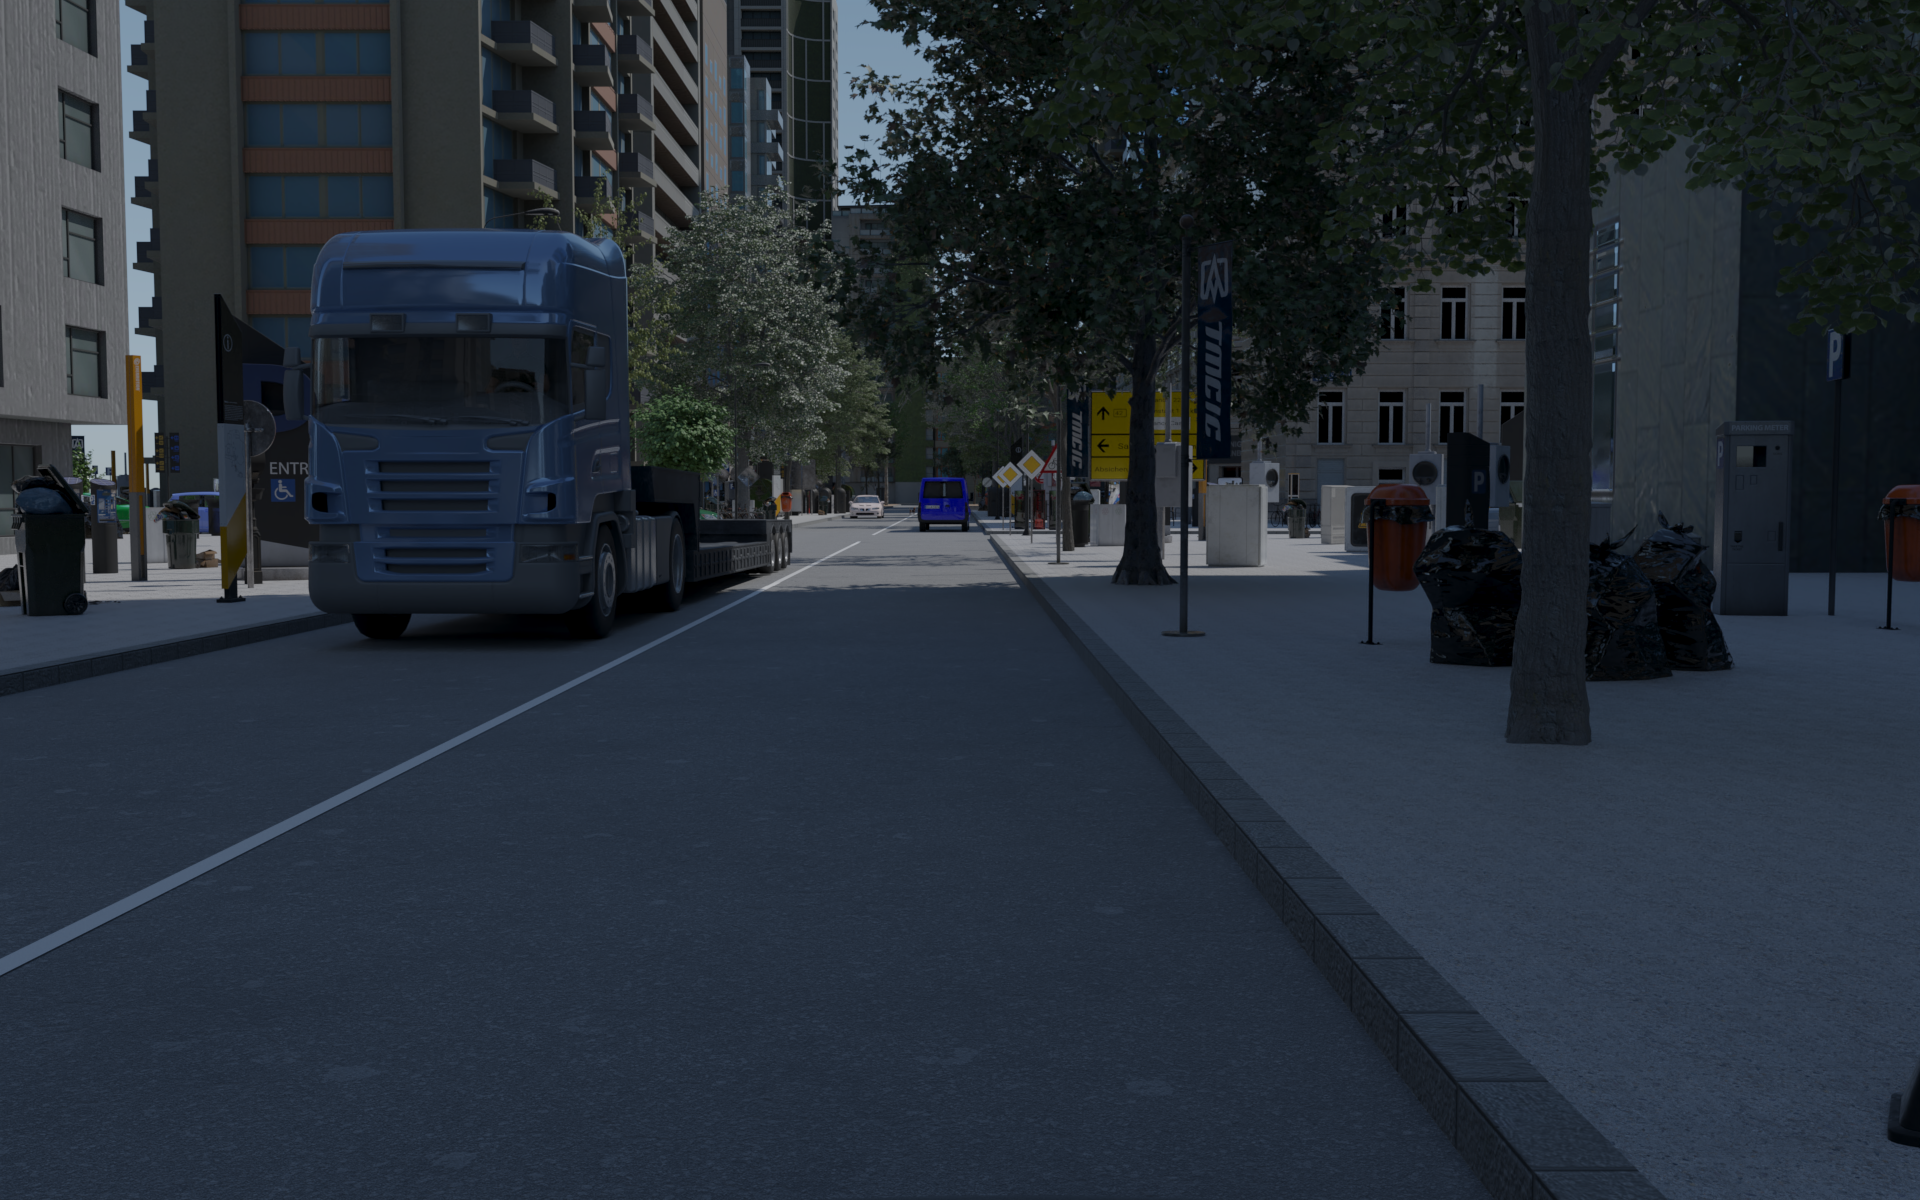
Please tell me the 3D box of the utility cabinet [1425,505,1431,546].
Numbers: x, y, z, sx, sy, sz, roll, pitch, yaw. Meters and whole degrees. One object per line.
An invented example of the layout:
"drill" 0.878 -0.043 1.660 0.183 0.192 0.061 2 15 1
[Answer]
"utility cabinet" 10.953 -1.810 40.754 1.020 1.237 0.306 3 5 43

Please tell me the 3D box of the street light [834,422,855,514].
"street light" -7.429 -8.506 111.606 1.470 5.913 1.316 0 4 0

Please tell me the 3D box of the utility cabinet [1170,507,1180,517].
"utility cabinet" 11.851 -5.252 97.026 1.020 1.237 0.306 0 4 1

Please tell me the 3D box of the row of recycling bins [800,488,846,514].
"row of recycling bins" -9.209 -6.521 113.725 3.534 1.692 1.069 1 4 8

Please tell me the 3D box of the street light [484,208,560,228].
"street light" -7.203 -3.409 28.284 1.470 5.913 1.316 0 4 0

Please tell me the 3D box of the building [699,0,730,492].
"building" -26.979 -30.157 143.171 14.600 45.320 14.200 0 4 0

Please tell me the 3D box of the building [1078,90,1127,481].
"building" 23.669 -32.538 186.625 22.147 44.769 28.867 0 4 0

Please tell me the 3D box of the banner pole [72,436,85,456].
"banner pole" -33.292 -4.591 65.081 0.863 3.779 0.401 -1 4 -22

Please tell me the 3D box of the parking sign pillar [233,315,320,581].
"parking sign pillar" -10.272 -2.308 26.206 1.447 3.967 1.447 -2 4 -23

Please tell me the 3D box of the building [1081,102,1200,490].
"building" 23.339 -51.542 155.381 22.319 86.520 31.000 0 4 0

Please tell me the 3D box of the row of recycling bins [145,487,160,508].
"row of recycling bins" -61.992 -7.671 132.534 3.534 1.692 1.069 0 4 5

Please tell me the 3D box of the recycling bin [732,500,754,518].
"recycling bin" -9.036 -3.651 72.251 0.722 1.027 0.722 -2 4 -31

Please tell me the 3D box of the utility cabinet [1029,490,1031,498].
"utility cabinet" 4.144 -5.779 103.168 1.173 1.500 0.318 2 4 31

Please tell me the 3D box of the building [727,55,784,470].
"building" -34.973 -34.856 189.512 30.456 49.044 23.786 0 4 0

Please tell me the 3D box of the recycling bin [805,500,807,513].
"recycling bin" -11.088 -6.687 121.881 0.722 1.027 0.722 -3 4 -37

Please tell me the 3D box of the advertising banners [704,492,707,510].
"advertising banners" -19.503 -8.424 133.919 2.074 3.025 0.090 -1 4 -15

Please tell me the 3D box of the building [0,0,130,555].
"building" -26.102 -16.123 35.320 14.107 30.474 14.160 0 4 0

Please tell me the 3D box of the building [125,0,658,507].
"building" -27.324 -26.343 85.328 22.147 44.769 28.867 0 4 0

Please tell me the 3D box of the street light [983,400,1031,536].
"street light" 1.531 -4.936 53.242 1.470 5.913 1.316 0 4 0

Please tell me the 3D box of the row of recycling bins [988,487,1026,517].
"row of recycling bins" 2.781 -5.682 100.009 1.069 1.692 3.534 2 4 33

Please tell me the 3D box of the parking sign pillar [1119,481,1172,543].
"parking sign pillar" 4.870 -3.491 45.549 1.447 3.967 1.447 -1 4 -17

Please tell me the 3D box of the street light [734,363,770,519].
"street light" -7.411 -5.436 61.421 1.470 5.913 1.316 0 4 0

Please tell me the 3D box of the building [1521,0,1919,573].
"building" 23.731 -43.298 20.591 22.319 86.520 31.000 0 4 0

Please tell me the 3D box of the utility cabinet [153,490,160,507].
"utility cabinet" -45.374 -5.513 98.810 0.318 1.500 1.173 2 4 31

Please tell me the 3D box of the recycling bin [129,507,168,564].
"recycling bin" -15.033 -1.213 32.391 0.722 1.027 0.722 3 5 45

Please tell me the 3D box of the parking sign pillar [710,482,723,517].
"parking sign pillar" -13.122 -6.387 92.907 1.447 3.967 1.447 -1 4 -10

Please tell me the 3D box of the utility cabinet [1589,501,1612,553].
"utility cabinet" 5.794 -0.312 16.271 0.306 1.237 1.020 3 5 40

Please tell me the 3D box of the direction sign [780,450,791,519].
"direction sign" -8.974 -5.943 89.164 0.876 3.537 0.379 3 5 44

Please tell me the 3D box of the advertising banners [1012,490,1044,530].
"advertising banners" 2.828 -4.052 62.437 2.074 3.025 0.090 2 4 27

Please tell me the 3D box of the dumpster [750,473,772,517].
"dumpster" -9.066 -4.698 79.305 1.502 2.255 1.985 0 4 0

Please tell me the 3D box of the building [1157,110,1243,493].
"building" 21.588 -20.636 113.815 17.030 29.872 44.131 0 4 0

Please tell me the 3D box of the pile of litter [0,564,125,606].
"pile of litter" -10.769 -0.381 20.195 1.719 0.858 1.176 1 4 9

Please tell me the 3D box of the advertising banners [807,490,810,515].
"advertising banners" -9.528 -6.908 109.129 0.090 3.025 2.074 0 3 0

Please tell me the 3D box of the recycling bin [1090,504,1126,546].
"recycling bin" 3.657 -1.851 42.814 0.722 1.027 0.722 -1 4 -13

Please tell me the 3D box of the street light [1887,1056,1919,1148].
"street light" 1.484 -1.881 3.301 1.470 5.913 1.316 0 4 0

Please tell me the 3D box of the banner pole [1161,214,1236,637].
"banner pole" 2.151 -1.554 15.418 0.401 3.779 0.863 -2 4 -32

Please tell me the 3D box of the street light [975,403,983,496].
"street light" 1.348 -6.987 86.775 1.470 5.913 1.316 0 4 0

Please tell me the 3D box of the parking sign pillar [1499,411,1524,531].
"parking sign pillar" 14.854 -3.484 45.438 1.447 3.967 1.447 1 4 11

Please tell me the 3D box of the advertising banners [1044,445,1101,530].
"advertising banners" 4.110 -4.004 61.655 2.074 3.025 0.090 0 4 -7

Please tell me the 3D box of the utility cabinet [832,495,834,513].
"utility cabinet" -8.517 -6.478 117.072 0.306 1.237 1.020 2 4 29

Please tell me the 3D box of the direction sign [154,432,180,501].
"direction sign" -29.131 -4.386 63.713 0.876 3.537 0.379 0 4 -7

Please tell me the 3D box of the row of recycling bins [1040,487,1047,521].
"row of recycling bins" 5.123 -5.326 94.196 1.069 1.692 3.534 1 4 23

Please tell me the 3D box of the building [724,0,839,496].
"building" -27.723 -49.055 240.293 20.611 71.187 20.563 0 4 0

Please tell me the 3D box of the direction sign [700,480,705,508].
"direction sign" -16.219 -7.161 109.075 0.379 3.537 0.876 1 4 17

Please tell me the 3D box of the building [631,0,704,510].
"building" -29.897 -30.255 118.378 21.300 48.544 21.600 0 4 0

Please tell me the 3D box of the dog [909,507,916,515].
"dog" -3.314 -6.161 120.016 0.406 0.507 0.540 1 4 9

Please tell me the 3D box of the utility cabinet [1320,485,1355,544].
"utility cabinet" 9.704 -2.180 44.329 0.318 1.500 1.173 3 5 44

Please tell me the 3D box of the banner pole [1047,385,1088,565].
"banner pole" 2.005 -2.546 31.643 0.863 3.779 0.401 -2 4 -27

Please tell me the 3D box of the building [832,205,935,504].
"building" -10.366 -33.885 237.618 14.086 41.232 14.154 0 4 0

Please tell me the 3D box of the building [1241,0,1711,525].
"building" 25.646 -17.123 77.231 25.104 27.353 12.463 0 4 0

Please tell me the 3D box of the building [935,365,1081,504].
"building" 11.110 -24.450 244.796 28.899 21.520 27.650 0 4 0
